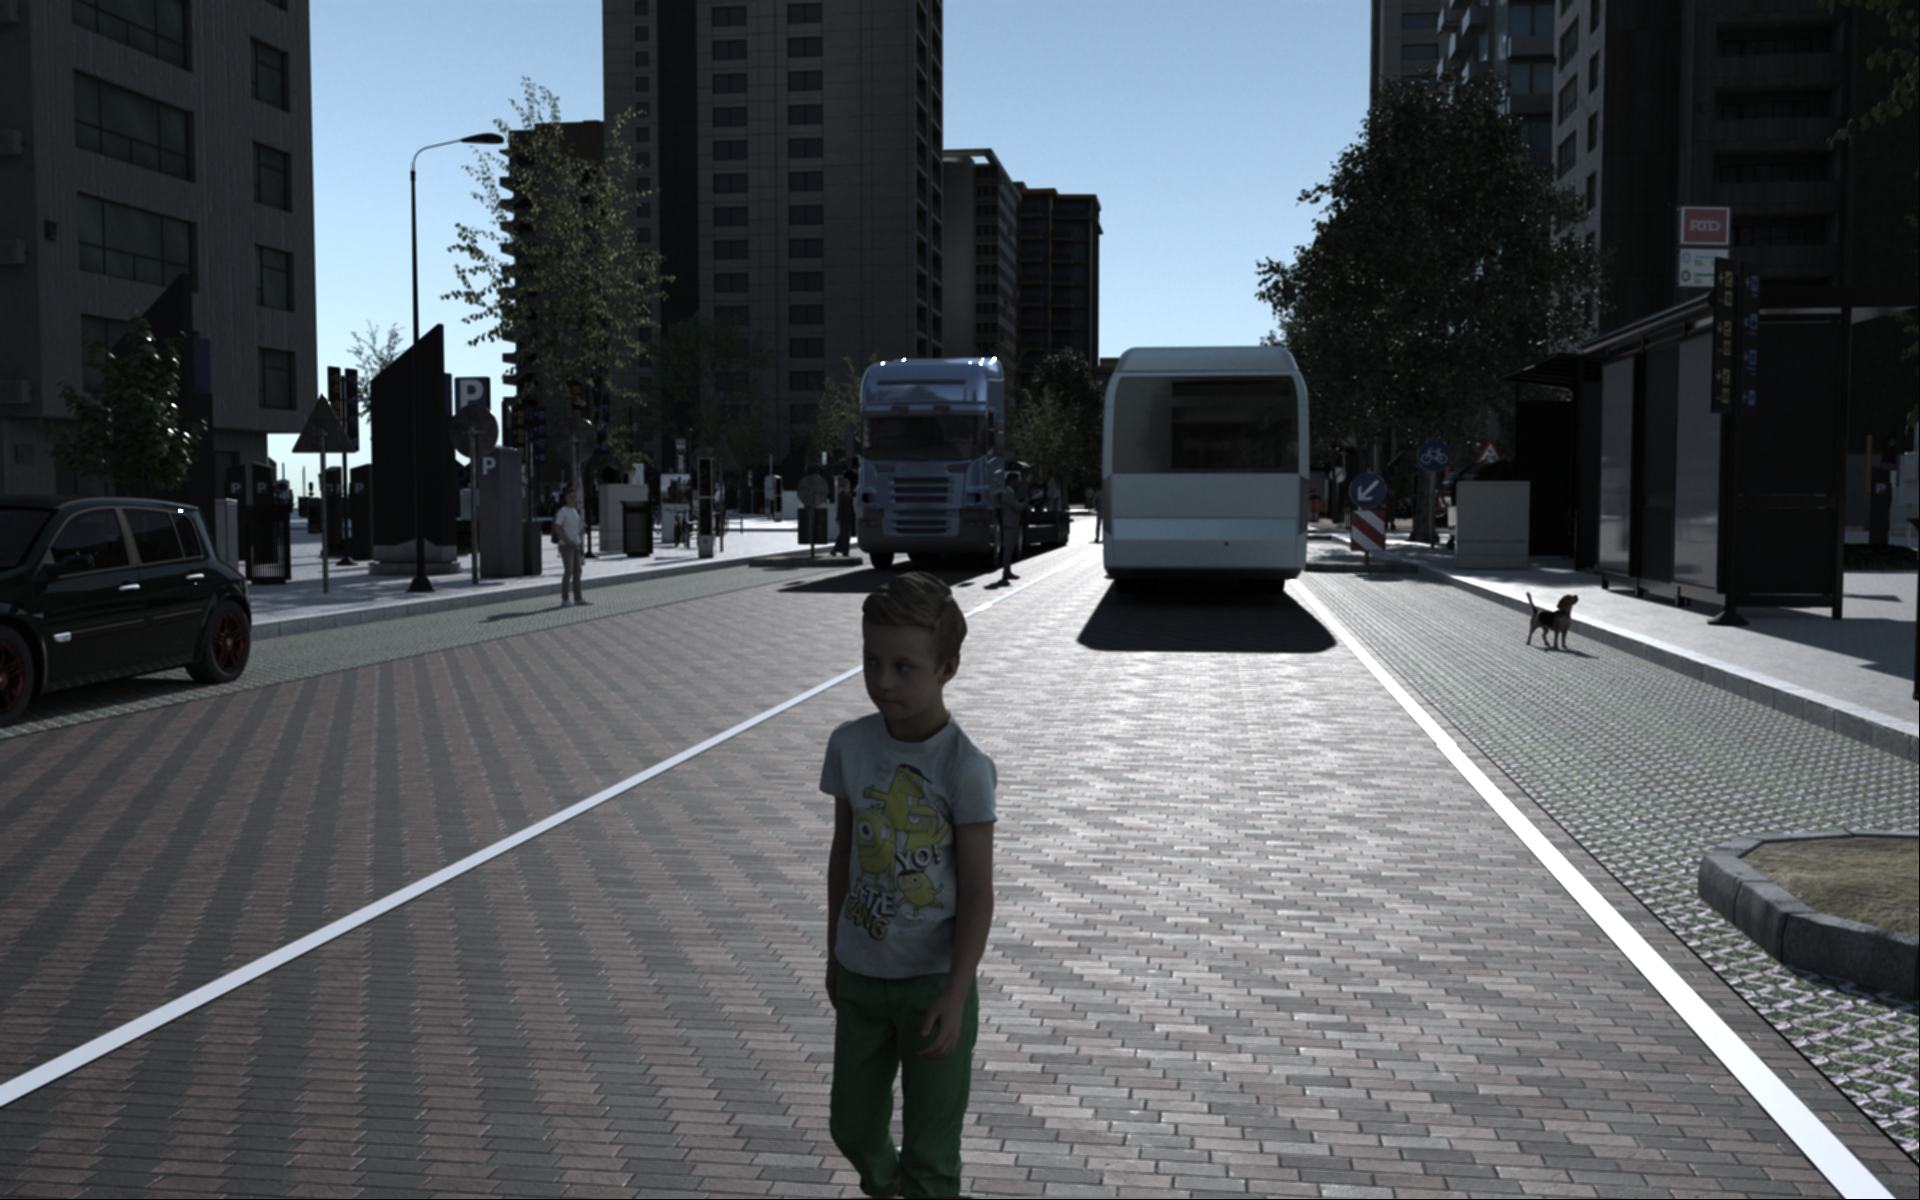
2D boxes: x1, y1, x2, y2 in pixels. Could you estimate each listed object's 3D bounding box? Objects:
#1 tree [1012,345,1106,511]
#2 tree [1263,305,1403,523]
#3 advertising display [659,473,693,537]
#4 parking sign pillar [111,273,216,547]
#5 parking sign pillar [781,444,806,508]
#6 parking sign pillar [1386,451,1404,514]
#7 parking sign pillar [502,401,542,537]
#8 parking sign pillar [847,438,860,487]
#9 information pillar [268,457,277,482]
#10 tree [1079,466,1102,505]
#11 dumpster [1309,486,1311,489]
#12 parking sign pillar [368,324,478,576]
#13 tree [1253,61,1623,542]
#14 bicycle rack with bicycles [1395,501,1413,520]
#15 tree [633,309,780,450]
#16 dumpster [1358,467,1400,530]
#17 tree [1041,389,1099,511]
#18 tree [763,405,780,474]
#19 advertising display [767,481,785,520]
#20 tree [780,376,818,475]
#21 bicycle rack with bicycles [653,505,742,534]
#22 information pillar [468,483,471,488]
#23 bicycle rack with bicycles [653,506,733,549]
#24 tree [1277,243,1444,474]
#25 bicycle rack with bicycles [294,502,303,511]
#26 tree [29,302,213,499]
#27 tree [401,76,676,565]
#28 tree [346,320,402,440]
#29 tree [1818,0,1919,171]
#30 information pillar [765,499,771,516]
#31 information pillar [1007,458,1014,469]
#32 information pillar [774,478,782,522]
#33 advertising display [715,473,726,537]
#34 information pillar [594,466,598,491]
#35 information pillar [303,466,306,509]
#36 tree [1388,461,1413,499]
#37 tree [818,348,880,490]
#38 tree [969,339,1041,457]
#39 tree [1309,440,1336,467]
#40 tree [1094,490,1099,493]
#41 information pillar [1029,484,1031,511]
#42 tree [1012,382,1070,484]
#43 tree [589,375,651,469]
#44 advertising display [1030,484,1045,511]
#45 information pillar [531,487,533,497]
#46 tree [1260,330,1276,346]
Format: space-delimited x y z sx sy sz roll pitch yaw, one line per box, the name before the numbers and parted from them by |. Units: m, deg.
tree | 8.166 -13.254 133.713 9.611 12.733 9.660 0 3 0
tree | 16.615 -8.674 76.228 8.767 10.594 7.601 1 4 12
advertising display | -8.506 -2.853 51.861 0.974 1.923 0.123 0 4 -3
parking sign pillar | -9.953 -2.028 21.637 1.447 3.967 1.447 2 4 26
parking sign pillar | -8.898 -6.378 92.757 1.447 3.967 1.447 1 4 13
parking sign pillar | 26.910 -7.277 107.452 1.447 3.967 1.447 -3 4 -37
parking sign pillar | -13.099 -3.831 51.108 1.447 3.967 1.447 0 4 2
parking sign pillar | -4.490 -5.465 77.831 1.447 3.967 1.447 3 5 43
information pillar | -42.732 -7.113 107.644 0.504 3.616 0.183 -2 4 -29
tree | 12.601 -10.846 161.044 4.285 4.588 4.351 0 3 0
dumpster | 18.056 -5.280 92.087 1.264 1.857 1.865 0 4 8
parking sign pillar | -8.791 -2.409 27.854 1.447 3.967 1.447 1 4 18
tree | 12.507 -7.895 46.095 9.611 12.733 9.660 0 3 0
bicycle rack with bicycles | 22.241 -4.515 87.205 2.852 0.926 2.925 0 4 0
tree | -14.136 -10.426 96.217 9.928 11.665 9.643 0 3 0
dumpster | 15.039 -3.677 62.609 1.502 2.255 1.985 0 4 8
tree | 6.886 -10.422 120.765 4.737 8.622 4.395 0 3 0
tree | -15.885 -11.143 132.557 4.737 8.622 4.395 0 3 0
advertising display | -9.264 -5.016 87.224 0.974 1.923 0.123 1 4 17
tree | -8.415 -9.403 104.096 4.360 8.622 3.978 0 3 0
bicycle rack with bicycles | -8.272 -2.592 55.756 2.852 0.926 2.925 -2 4 -34
information pillar | -33.831 -7.060 119.928 0.304 2.012 0.304 3 4 38
bicycle rack with bicycles | -7.148 -1.731 41.683 2.852 0.926 2.925 0 4 0
tree | 15.919 -8.704 68.073 9.928 11.665 9.643 0 3 0
bicycle rack with bicycles | -50.174 -7.404 134.439 2.925 0.926 2.852 -2 4 -23
tree | -8.079 -1.389 17.309 1.663 3.219 1.824 0 3 0
tree | -6.893 -4.917 30.761 4.360 8.622 3.978 0 3 0
tree | -24.009 -7.529 73.463 4.360 8.622 3.978 0 3 0
tree | 7.377 -3.729 11.328 4.737 8.622 4.395 0 3 0
information pillar | -11.348 -5.972 102.139 0.304 2.012 0.304 -1 4 -16
information pillar | 3.279 -7.342 111.403 0.504 3.616 0.183 -2 4 -27
information pillar | -8.415 -4.619 80.017 0.304 2.012 0.304 -1 4 -19
advertising display | -7.385 -2.870 52.135 0.123 1.923 0.974 2 4 27
information pillar | -29.954 -9.247 142.542 0.183 3.616 0.504 -3 5 -43
information pillar | -55.173 -9.441 145.721 0.183 3.616 0.504 -1 4 -13
tree | 25.530 -6.437 99.848 1.663 3.219 1.824 0 3 0
tree | -4.868 -8.438 88.316 4.360 8.622 3.978 0 3 0
tree | 1.392 -8.071 82.326 4.737 8.622 4.395 0 3 0
tree | 21.085 -9.547 106.455 4.737 8.622 4.395 0 3 0
tree | 12.863 -10.657 168.841 1.663 3.219 1.824 0 3 0
information pillar | 4.939 -7.339 124.488 0.304 2.012 0.304 0 4 -6
tree | 5.205 -10.046 114.613 4.360 8.622 3.978 0 3 0
tree | -20.725 -9.531 106.199 4.737 8.622 4.395 0 3 0
advertising display | 4.791 -6.232 107.107 0.974 1.923 0.123 2 4 31
information pillar | -31.629 -7.513 127.322 0.304 2.012 0.304 3 5 42
tree | 34.844 -21.190 202.344 12.611 20.169 13.585 0 3 0
